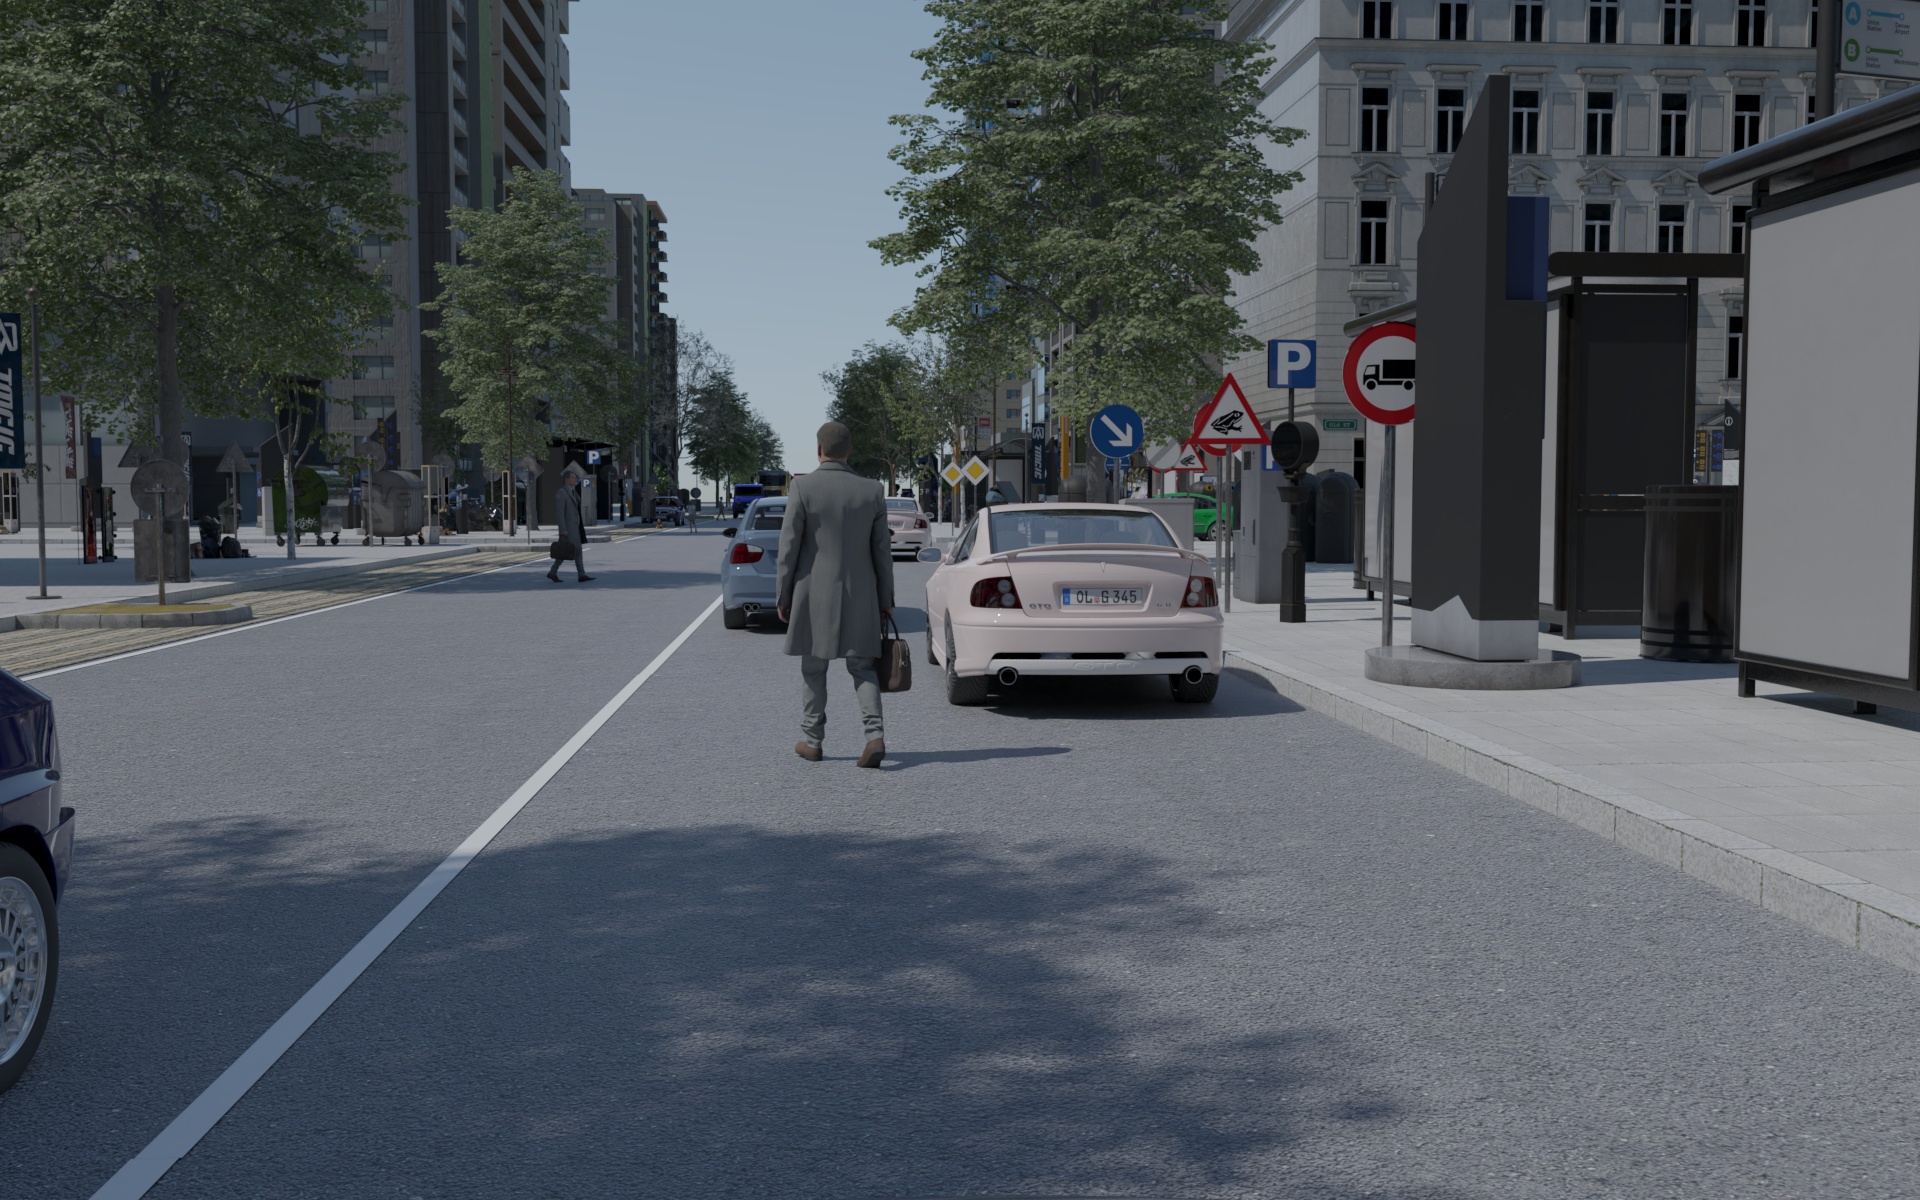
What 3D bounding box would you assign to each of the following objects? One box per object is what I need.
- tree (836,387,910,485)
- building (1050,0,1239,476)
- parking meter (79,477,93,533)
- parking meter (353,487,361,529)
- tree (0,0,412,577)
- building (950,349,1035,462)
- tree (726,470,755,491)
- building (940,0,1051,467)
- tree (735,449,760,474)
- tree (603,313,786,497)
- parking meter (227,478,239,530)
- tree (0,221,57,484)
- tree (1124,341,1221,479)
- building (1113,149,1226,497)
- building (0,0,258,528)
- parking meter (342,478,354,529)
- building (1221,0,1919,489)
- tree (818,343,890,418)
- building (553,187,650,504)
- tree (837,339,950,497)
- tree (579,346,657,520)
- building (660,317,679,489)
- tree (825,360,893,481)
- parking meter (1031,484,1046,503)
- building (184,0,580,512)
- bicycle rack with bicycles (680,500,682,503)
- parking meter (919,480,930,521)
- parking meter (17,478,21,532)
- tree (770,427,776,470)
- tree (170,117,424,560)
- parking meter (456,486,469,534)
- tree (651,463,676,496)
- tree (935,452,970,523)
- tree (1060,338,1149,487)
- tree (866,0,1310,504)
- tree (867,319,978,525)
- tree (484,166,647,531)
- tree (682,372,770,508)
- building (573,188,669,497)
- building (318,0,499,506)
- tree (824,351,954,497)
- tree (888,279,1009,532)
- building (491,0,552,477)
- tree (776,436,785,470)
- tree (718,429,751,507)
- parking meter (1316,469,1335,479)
[{"bbox_3d":[-9.334,-16.074,179.819,9.611,12.733,9.660,0,3,0],"label":"tree"},{"bbox_3d":[17.092,-43.469,148.972,20.563,71.187,20.611,0,4,-4],"label":"building"},{"bbox_3d":[-29.141,-3.184,57.774,0.399,1.863,0.255,1,4,22],"label":"parking meter"},{"bbox_3d":[-22.469,-3.433,64.537,0.372,1.533,0.369,0,3,0],"label":"parking meter"},{"bbox_3d":[-12.066,-6.604,26.110,7.486,12.596,7.792,0,3,0],"label":"tree"},{"bbox_3d":[13.446,-24.393,243.866,27.650,21.520,28.899,0,4,-4],"label":"building"},{"bbox_3d":[-25.739,-13.445,203.539,4.285,4.588,4.351,0,3,0],"label":"tree"},{"bbox_3d":[9.064,-58.646,271.527,22.319,86.520,31.000,0,4,-4],"label":"building"},{"bbox_3d":[-27.169,-16.288,216.670,4.737,8.622,4.395,0,3,0],"label":"tree"},{"bbox_3d":[-19.543,-12.717,118.293,12.009,13.543,11.850,0,3,0],"label":"tree"},{"bbox_3d":[-26.268,-3.480,62.606,0.399,1.863,0.255,-2,4,-27],"label":"parking meter"},{"bbox_3d":[-22.645,-5.468,39.768,4.360,8.622,3.978,0,3,0],"label":"tree"},{"bbox_3d":[8.592,-7.382,71.064,4.360,8.622,3.978,0,3,0],"label":"tree"},{"bbox_3d":[14.805,-15.778,108.886,10.553,20.767,40.483,0,4,-4],"label":"building"},{"bbox_3d":[-42.975,-29.728,75.284,28.713,52.752,27.495,0,4,-4],"label":"building"},{"bbox_3d":[-22.312,-3.508,63.064,0.255,1.863,0.399,1,4,16],"label":"parking meter"},{"bbox_3d":[34.633,-18.362,76.640,44.131,29.872,17.030,0,4,-4],"label":"building"},{"bbox_3d":[-11.397,-22.114,217.449,12.611,20.169,13.585,0,3,0],"label":"tree"},{"bbox_3d":[-48.900,-33.336,228.644,14.154,41.232,14.086,0,4,-4],"label":"building"},{"bbox_3d":[-5.538,-14.380,141.761,9.857,13.997,8.962,0,3,0],"label":"tree"},{"bbox_3d":[-16.850,-8.298,86.041,4.737,8.622,4.395,0,3,0],"label":"tree"},{"bbox_3d":[-52.008,-30.635,272.585,14.160,30.474,14.107,0,4,-4],"label":"building"},{"bbox_3d":[-7.411,-14.974,155.200,12.009,13.543,11.850,0,3,0],"label":"tree"},{"bbox_3d":[2.021,-2.228,44.831,0.372,1.533,0.369,0,3,0],"label":"parking meter"},{"bbox_3d":[-50.851,-34.866,159.299,28.713,52.752,27.495,0,4,-4],"label":"building"},{"bbox_3d":[-19.353,-6.087,112.901,2.852,0.926,2.925,-1,4,-17],"label":"bicycle rack with bicycles"},{"bbox_3d":[-1.407,-3.905,69.559,0.399,1.863,0.255,-3,5,-41],"label":"parking meter"},{"bbox_3d":[-32.134,-3.251,58.857,0.255,1.863,0.399,-1,4,-13],"label":"parking meter"},{"bbox_3d":[-25.697,-16.587,189.319,7.486,12.596,7.792,0,3,0],"label":"tree"},{"bbox_3d":[-13.010,-5.082,33.447,4.737,8.622,4.395,0,3,0],"label":"tree"},{"bbox_3d":[-15.891,-2.867,55.281,0.372,1.533,0.369,0,3,0],"label":"parking meter"},{"bbox_3d":[-18.222,-6.727,104.588,1.663,3.219,1.824,0,3,0],"label":"tree"},{"bbox_3d":[-0.546,-5.090,77.823,1.663,3.219,1.824,0,3,0],"label":"tree"},{"bbox_3d":[6.396,-7.737,76.870,4.737,8.622,4.395,0,3,0],"label":"tree"},{"bbox_3d":[2.243,-6.850,30.130,7.486,12.596,7.792,0,3,0],"label":"tree"},{"bbox_3d":[-1.056,-7.470,72.500,4.737,8.622,4.395,0,3,0],"label":"tree"},{"bbox_3d":[-14.803,-8.688,60.168,7.486,12.596,7.792,0,3,0],"label":"tree"},{"bbox_3d":[-22.081,-14.702,158.511,7.486,12.596,7.792,0,3,0],"label":"tree"},{"bbox_3d":[-53.907,-36.445,250.491,22.147,44.769,28.867,0,4,-4],"label":"building"},{"bbox_3d":[-39.210,-26.382,114.937,14.154,41.232,14.086,0,4,-4],"label":"building"},{"bbox_3d":[-4.294,-10.900,112.634,8.767,10.594,7.601,-2,4,-27],"label":"tree"},{"bbox_3d":[-0.098,-6.597,58.222,4.360,8.622,3.978,0,3,0],"label":"tree"},{"bbox_3d":[-44.589,-31.293,135.335,21.300,48.544,21.600,0,4,-4],"label":"building"},{"bbox_3d":[-31.440,-21.785,274.313,7.486,12.596,7.792,0,3,0],"label":"tree"},{"bbox_3d":[-22.893,-13.531,171.592,4.360,8.622,3.978,0,3,0],"label":"tree"},{"bbox_3d":[8.436,-2.102,40.072,0.399,1.863,0.255,3,5,42],"label":"parking meter"}]
